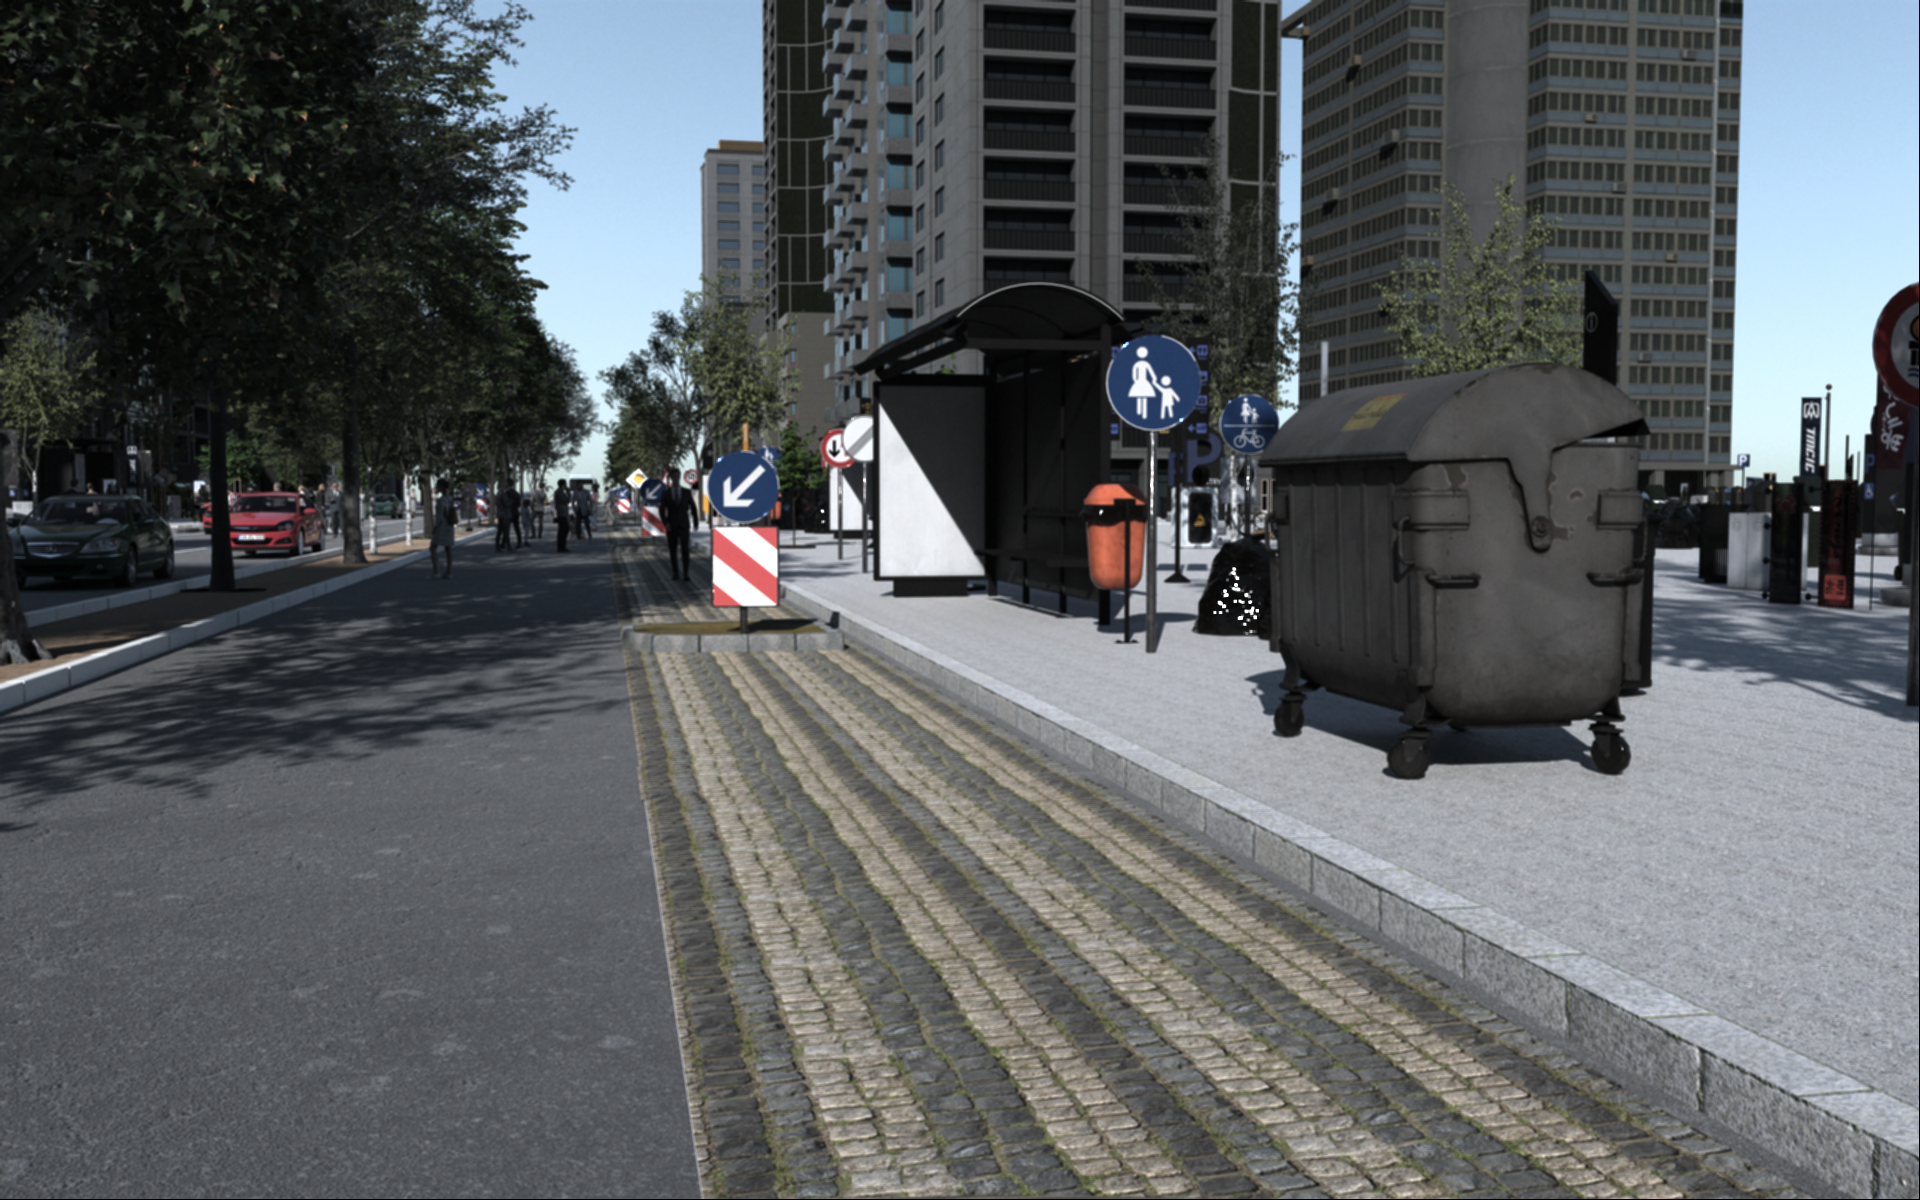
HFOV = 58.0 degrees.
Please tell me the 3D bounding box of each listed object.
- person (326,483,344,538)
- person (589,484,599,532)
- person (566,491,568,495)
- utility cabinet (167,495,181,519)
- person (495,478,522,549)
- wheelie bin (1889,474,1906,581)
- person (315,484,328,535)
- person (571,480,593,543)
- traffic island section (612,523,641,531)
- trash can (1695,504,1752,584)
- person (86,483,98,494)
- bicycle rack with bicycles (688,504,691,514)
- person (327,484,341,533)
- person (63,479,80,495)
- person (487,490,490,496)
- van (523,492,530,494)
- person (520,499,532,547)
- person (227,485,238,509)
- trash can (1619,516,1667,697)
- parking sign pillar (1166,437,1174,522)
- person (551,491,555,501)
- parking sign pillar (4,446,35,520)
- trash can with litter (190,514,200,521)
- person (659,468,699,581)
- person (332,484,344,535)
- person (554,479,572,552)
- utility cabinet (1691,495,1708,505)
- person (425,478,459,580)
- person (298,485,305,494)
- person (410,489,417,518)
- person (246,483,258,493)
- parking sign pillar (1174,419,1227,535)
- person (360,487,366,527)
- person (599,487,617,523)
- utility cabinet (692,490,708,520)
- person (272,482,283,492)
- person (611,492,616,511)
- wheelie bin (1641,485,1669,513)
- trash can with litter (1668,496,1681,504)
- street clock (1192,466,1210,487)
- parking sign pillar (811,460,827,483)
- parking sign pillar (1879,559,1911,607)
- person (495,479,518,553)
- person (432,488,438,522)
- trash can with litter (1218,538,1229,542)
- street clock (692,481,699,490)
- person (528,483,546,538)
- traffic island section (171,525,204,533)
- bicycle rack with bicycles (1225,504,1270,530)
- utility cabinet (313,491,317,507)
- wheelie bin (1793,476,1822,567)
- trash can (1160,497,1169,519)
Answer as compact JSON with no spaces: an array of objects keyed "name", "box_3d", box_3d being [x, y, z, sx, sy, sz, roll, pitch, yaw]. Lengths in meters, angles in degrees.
[{"name":"person","box_3d":[-20.364,-2.931,56.600,0.661,1.801,0.590,-2,4,-24]},{"name":"person","box_3d":[-14.030,-3.534,66.296,0.388,1.821,0.555,-3,5,-40]},{"name":"person","box_3d":[-33.265,-8.466,146.935,0.388,1.821,0.555,-1,4,-23]},{"name":"utility cabinet","box_3d":[-40.540,-4.783,89.366,0.306,1.237,1.020,0,4,-2]},{"name":"person","box_3d":[-11.805,-2.267,45.346,0.755,1.850,0.659,2,4,24]},{"name":"wheelie bin","box_3d":[14.155,-1.072,25.428,0.693,1.594,0.980,-3,5,-41]},{"name":"person","box_3d":[-22.748,-3.230,61.529,0.699,1.804,1.509,-1,4,-10]},{"name":"person","box_3d":[-11.045,-2.589,50.677,0.661,1.843,0.795,0,4,5]},{"name":"traffic island section","box_3d":[-14.127,-3.253,75.462,2.009,0.180,2.903,-1,4,-12]},{"name":"trash can","box_3d":[11.002,-0.816,24.995,0.748,1.137,0.748,0,3,0]},{"name":"person","box_3d":[-26.896,-2.745,53.722,0.374,1.781,0.599,3,4,36]},{"name":"bicycle rack with bicycles","box_3d":[-16.563,-6.056,112.389,2.852,0.926,2.925,-3,4,-36]},{"name":"person","box_3d":[-23.138,-3.403,64.313,0.728,1.800,0.709,0,4,-7]},{"name":"person","box_3d":[-24.994,-2.480,48.828,0.659,1.850,0.755,1,4,17]},{"name":"person","box_3d":[-39.734,-8.425,146.648,0.661,1.777,0.834,-3,5,-44]},{"name":"van","box_3d":[-71.790,-17.101,286.617,2.013,2.044,4.112,-1,4,-12]},{"name":"person","box_3d":[-11.822,-2.111,47.287,0.425,1.301,0.394,2,4,26]},{"name":"person","box_3d":[-24.371,-2.982,58.090,0.563,1.720,0.643,2,4,35]},{"name":"trash can","box_3d":[4.128,0.032,11.127,0.748,1.137,0.748,0,3,0]},{"name":"parking sign pillar","box_3d":[10.338,-5.647,80.804,1.447,3.967,1.447,3,4,37]},{"name":"person","box_3d":[-49.767,-12.491,212.708,1.348,1.826,0.705,-3,4,-36]},{"name":"parking sign pillar","box_3d":[-50.609,-6.421,93.461,1.447,3.967,1.447,-1,4,-14]},{"name":"trash can with litter","box_3d":[-36.757,-4.440,83.989,1.055,1.170,0.624,-2,4,-31]},{"name":"person","box_3d":[-4.608,-1.232,28.420,0.659,1.850,0.755,-1,4,-11]},{"name":"person","box_3d":[-21.609,-3.153,60.448,0.834,1.777,0.661,3,5,44]},{"name":"person","box_3d":[-9.802,-2.087,42.805,0.473,1.802,0.592,0,4,-4]},{"name":"utility cabinet","box_3d":[38.017,-4.765,89.074,0.306,1.237,1.020,-1,4,-10]},{"name":"person","box_3d":[-8.706,-1.205,29.203,0.522,1.701,0.512,0,4,4]},{"name":"person","box_3d":[-27.564,-3.909,72.635,0.641,1.798,0.478,-2,4,-32]},{"name":"person","box_3d":[-32.800,-5.811,104.082,0.524,1.755,0.480,2,4,33]},{"name":"person","box_3d":[-30.560,-4.094,74.793,0.474,1.900,0.648,3,5,40]},{"name":"parking sign pillar","box_3d":[7.659,-4.030,54.362,1.447,3.967,1.447,0,4,-4]},{"name":"person","box_3d":[-25.982,-4.040,75.119,0.480,1.755,0.524,-3,5,-43]},{"name":"person","box_3d":[-17.193,-4.642,84.678,0.850,1.792,0.678,0,3,0]},{"name":"utility cabinet","box_3d":[-12.672,-4.704,85.586,1.173,1.500,0.318,1,4,23]},{"name":"person","box_3d":[-20.070,-2.565,50.840,0.834,1.777,0.661,2,4,32]},{"name":"person","box_3d":[-28.797,-8.147,143.513,0.589,1.601,0.330,0,4,-7]},{"name":"wheelie bin","box_3d":[23.414,-3.096,58.524,0.980,1.594,0.693,-1,4,-15]},{"name":"trash can with litter","box_3d":[26.982,-3.377,66.266,1.678,1.210,2.233,-3,5,-40]},{"name":"street clock","box_3d":[6.300,-2.495,45.358,0.358,2.002,0.471,-2,4,-28]},{"name":"parking sign pillar","box_3d":[-9.112,-7.678,114.004,1.447,3.967,1.447,-1,4,-10]},{"name":"parking sign pillar","box_3d":[11.387,-1.916,19.803,1.447,3.967,1.447,0,4,0]},{"name":"person","box_3d":[-11.158,-2.069,42.509,0.526,1.800,0.537,-1,4,-22]},{"name":"person","box_3d":[-26.914,-4.873,88.740,0.524,1.755,0.480,2,4,34]},{"name":"trash can with litter","box_3d":[6.756,-2.240,47.682,1.678,1.210,2.233,1,4,10]},{"name":"street clock","box_3d":[-13.921,-5.301,91.242,0.471,2.002,0.358,2,4,25]},{"name":"person","box_3d":[-13.661,-2.891,55.944,0.592,1.802,0.473,-2,4,-25]},{"name":"traffic island section","box_3d":[-29.435,-2.560,64.143,2.009,0.180,2.903,-1,4,-12]},{"name":"bicycle rack with bicycles","box_3d":[9.372,-3.015,62.681,2.925,0.926,2.852,3,5,39]},{"name":"utility cabinet","box_3d":[-51.573,-7.915,138.088,1.173,1.500,0.318,1,4,18]},{"name":"wheelie bin","box_3d":[14.868,-1.381,30.494,0.980,1.594,0.693,-2,4,-23]},{"name":"trash can","box_3d":[10.556,-4.706,88.592,0.748,1.137,0.748,0,3,0]}]
